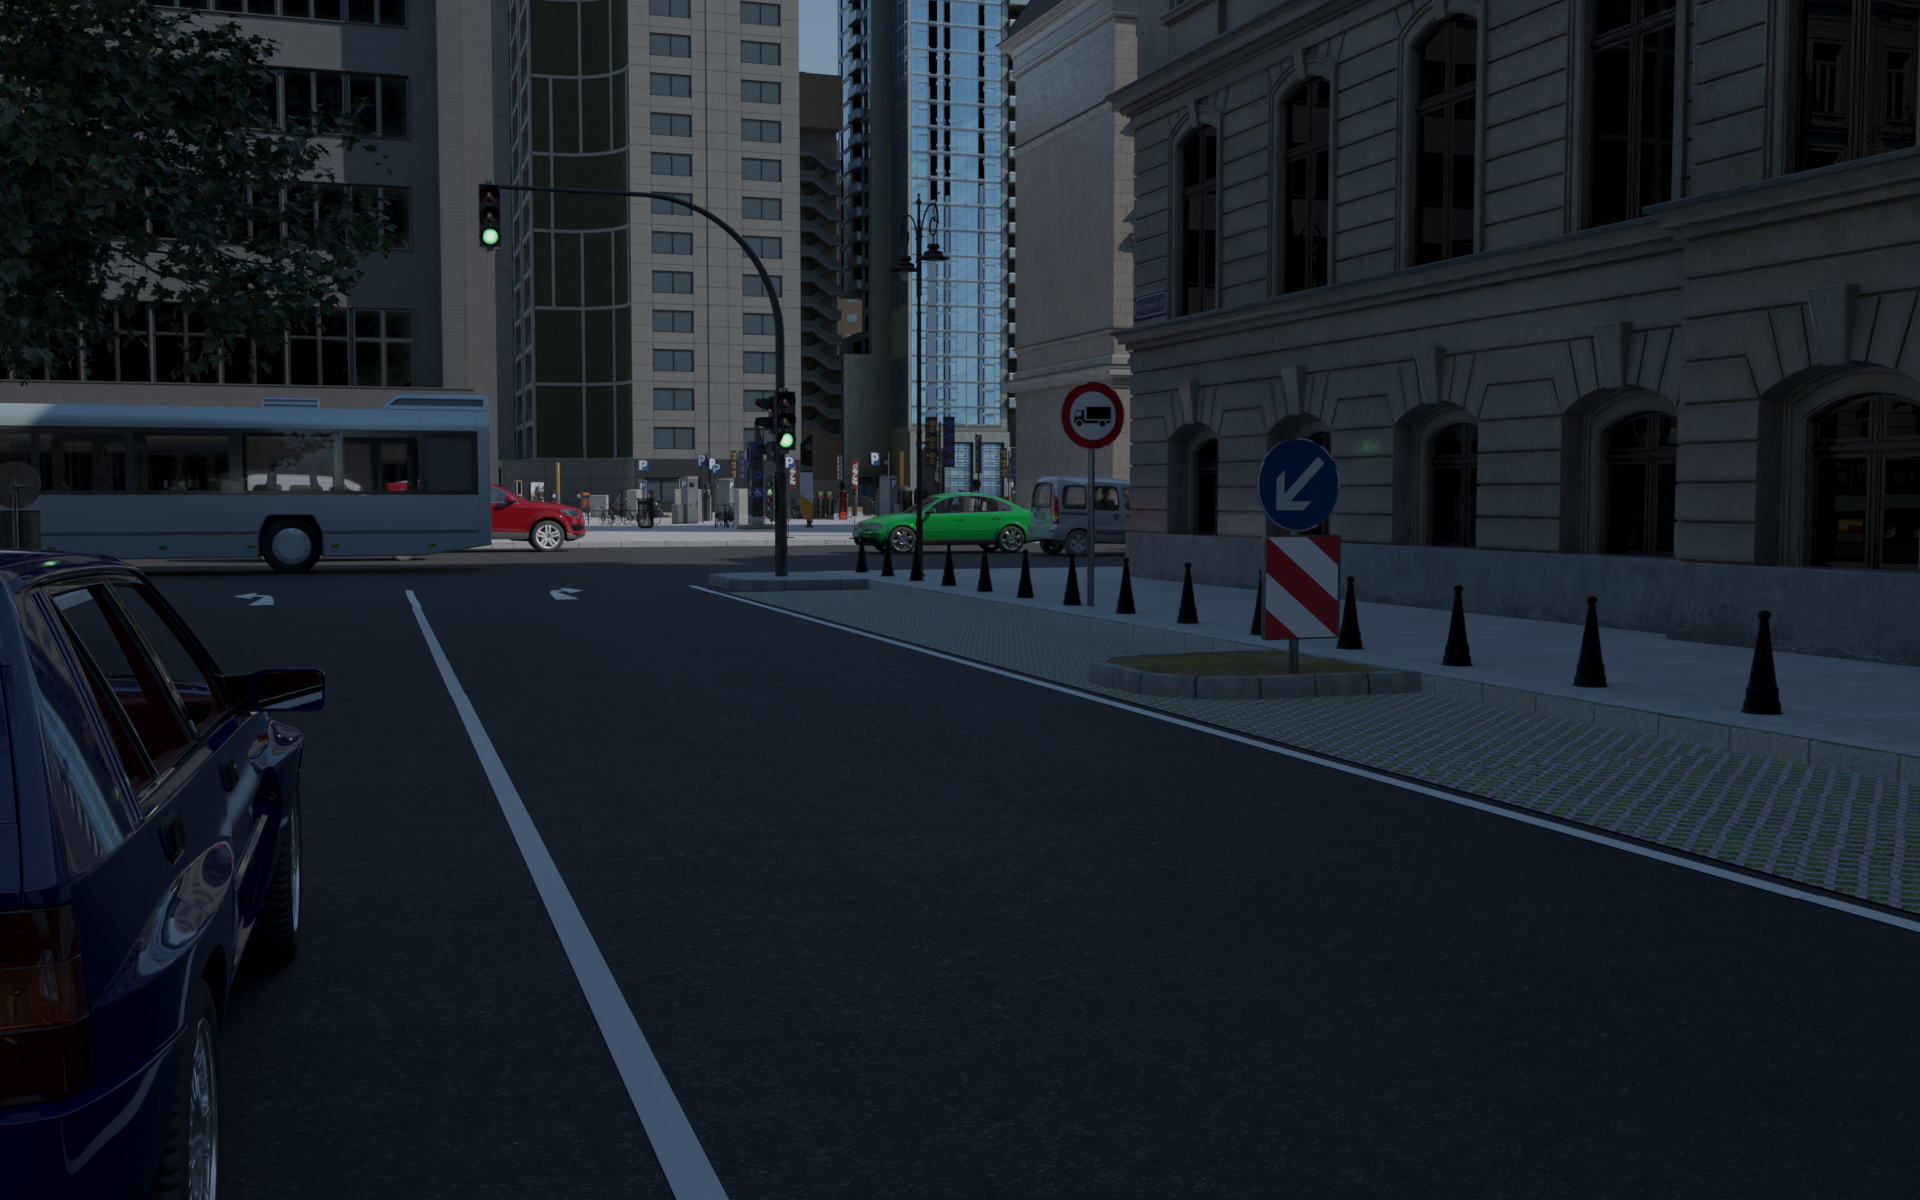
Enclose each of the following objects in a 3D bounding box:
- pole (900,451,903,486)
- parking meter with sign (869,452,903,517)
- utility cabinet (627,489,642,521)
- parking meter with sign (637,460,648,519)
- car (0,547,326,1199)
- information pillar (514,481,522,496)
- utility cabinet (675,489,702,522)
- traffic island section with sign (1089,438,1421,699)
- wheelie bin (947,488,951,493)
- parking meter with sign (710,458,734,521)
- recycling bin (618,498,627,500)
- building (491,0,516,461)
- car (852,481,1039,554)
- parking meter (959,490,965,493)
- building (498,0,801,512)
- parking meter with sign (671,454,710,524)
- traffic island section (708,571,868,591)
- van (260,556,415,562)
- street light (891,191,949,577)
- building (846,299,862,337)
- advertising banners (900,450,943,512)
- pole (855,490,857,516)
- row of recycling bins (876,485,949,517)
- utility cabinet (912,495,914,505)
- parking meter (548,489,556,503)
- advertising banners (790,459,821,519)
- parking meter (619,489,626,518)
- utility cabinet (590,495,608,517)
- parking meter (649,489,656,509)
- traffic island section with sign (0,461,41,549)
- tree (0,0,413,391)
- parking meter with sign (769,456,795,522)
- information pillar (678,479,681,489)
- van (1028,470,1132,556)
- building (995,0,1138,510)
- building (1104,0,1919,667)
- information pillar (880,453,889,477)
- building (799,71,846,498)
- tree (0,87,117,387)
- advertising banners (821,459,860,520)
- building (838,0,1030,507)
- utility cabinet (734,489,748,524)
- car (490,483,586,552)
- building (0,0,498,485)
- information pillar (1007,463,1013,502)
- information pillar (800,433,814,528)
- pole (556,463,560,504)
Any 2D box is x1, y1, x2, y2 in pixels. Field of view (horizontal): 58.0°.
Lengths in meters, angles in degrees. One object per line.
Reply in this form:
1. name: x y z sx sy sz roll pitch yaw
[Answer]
1. pole: -2.798 -5.432 82.652 0.158 3.312 0.155 0 3 0
2. parking meter with sign: -2.973 -4.611 71.650 1.738 3.016 0.543 3 5 43
3. utility cabinet: -15.637 -4.556 83.176 0.318 1.500 1.173 -2 4 -32
4. parking meter with sign: -16.250 -5.655 88.717 0.543 3.016 1.738 -1 4 -12
5. car: -2.505 0.527 3.963 1.945 1.354 3.894 -1 4 -18
6. information pillar: -24.020 -5.484 94.152 0.304 2.012 0.304 -3 5 -43
7. utility cabinet: -12.374 -4.294 78.886 1.173 1.500 0.318 -1 4 -15
8. traffic island section with sign: 2.059 -0.267 12.999 1.989 1.847 2.006 -1 4 -19
9. wheelie bin: -0.757 -4.620 83.448 0.693 1.594 0.980 3 5 43
10. parking meter with sign: -11.288 -5.336 83.501 1.738 3.016 0.543 2 4 26
11. recycling bin: -21.788 -6.095 112.208 0.722 1.027 0.722 -2 4 -27
12. building: -31.869 -37.373 153.039 21.231 58.520 28.212 -1 4 -19
13. car: -0.296 -2.054 42.381 4.718 1.807 1.959 -1 4 -18
14. parking meter: 0.119 -5.623 100.340 0.372 1.533 0.369 0 3 0
15. building: -24.390 -42.236 128.802 20.563 71.187 20.611 -1 4 -19
16. parking meter with sign: -11.643 -4.777 74.369 0.543 3.016 1.738 3 4 36
17. traffic island section: -2.780 -0.292 27.058 2.009 0.180 2.903 -1 4 -19
18. van: -13.394 -1.857 37.370 4.112 2.044 2.013 -1 4 -19
19. street light: -0.631 -3.303 26.790 0.468 5.910 1.993 -1 4 -19
20. building: -13.136 -35.052 223.205 14.200 45.320 14.600 -1 4 -19
21. advertising banners: -1.485 -4.442 68.814 2.074 3.025 0.090 -2 4 -35
22. pole: -6.224 -6.708 103.521 0.158 3.312 0.155 0 3 0
23. row of recycling bins: -2.178 -4.489 80.506 3.534 1.692 1.069 -1 4 -22
24. utility cabinet: -3.223 -6.057 110.185 0.306 1.237 1.020 -3 5 -41
25. parking meter: -21.057 -4.957 89.452 0.372 1.533 0.369 0 3 0
26. advertising banners: -7.738 -5.599 87.736 2.074 3.025 0.090 -1 4 -21
27. parking meter: -18.364 -5.255 94.331 0.372 1.533 0.369 0 3 0
28. utility cabinet: -20.568 -5.356 98.728 1.020 1.237 0.306 1 4 16
29. parking meter: -17.063 -5.357 96.002 0.372 1.533 0.369 0 3 0
30. traffic island section with sign: -13.077 -0.956 23.769 2.006 1.907 1.989 -1 4 -19
31. tree: -9.739 -5.834 14.854 9.611 12.733 9.660 0 3 0
32. parking meter with sign: -8.366 -5.169 80.773 0.543 3.016 1.738 -2 4 -34
33. information pillar: -13.713 -4.947 85.380 0.304 2.012 0.304 -1 4 -18
34. van: 3.709 -2.084 41.081 4.112 2.044 2.013 -1 4 -21
35. building: 4.665 -12.750 59.375 40.483 20.767 10.553 -1 4 -19
36. building: 12.978 -11.800 12.010 14.460 24.649 34.723 -1 4 -19
37. information pillar: -4.250 -6.528 98.081 0.504 3.616 0.183 1 4 13
38. building: -20.938 -32.411 180.038 14.200 45.320 14.600 -1 4 -19
39. tree: -12.445 -4.202 21.528 4.360 8.622 3.978 0 3 0
40. advertising banners: -5.895 -5.542 86.807 2.074 3.025 0.090 -2 4 -34
41. building: 1.603 -53.215 182.733 31.000 86.520 22.319 -1 4 -19
42. utility cabinet: -8.959 -3.912 72.644 0.318 1.500 1.173 3 4 36
43. car: -12.003 -2.101 43.024 5.304 1.827 2.281 -1 4 -18
44. building: -28.844 -14.018 48.260 30.058 24.678 14.314 -1 4 -19
45. information pillar: 3.500 -7.927 120.961 0.504 3.616 0.183 2 4 35
46. information pillar: -5.851 -4.576 66.170 0.504 3.616 0.183 -1 4 -11
47. pole: -25.960 -7.217 111.848 0.158 3.312 0.155 0 3 0
